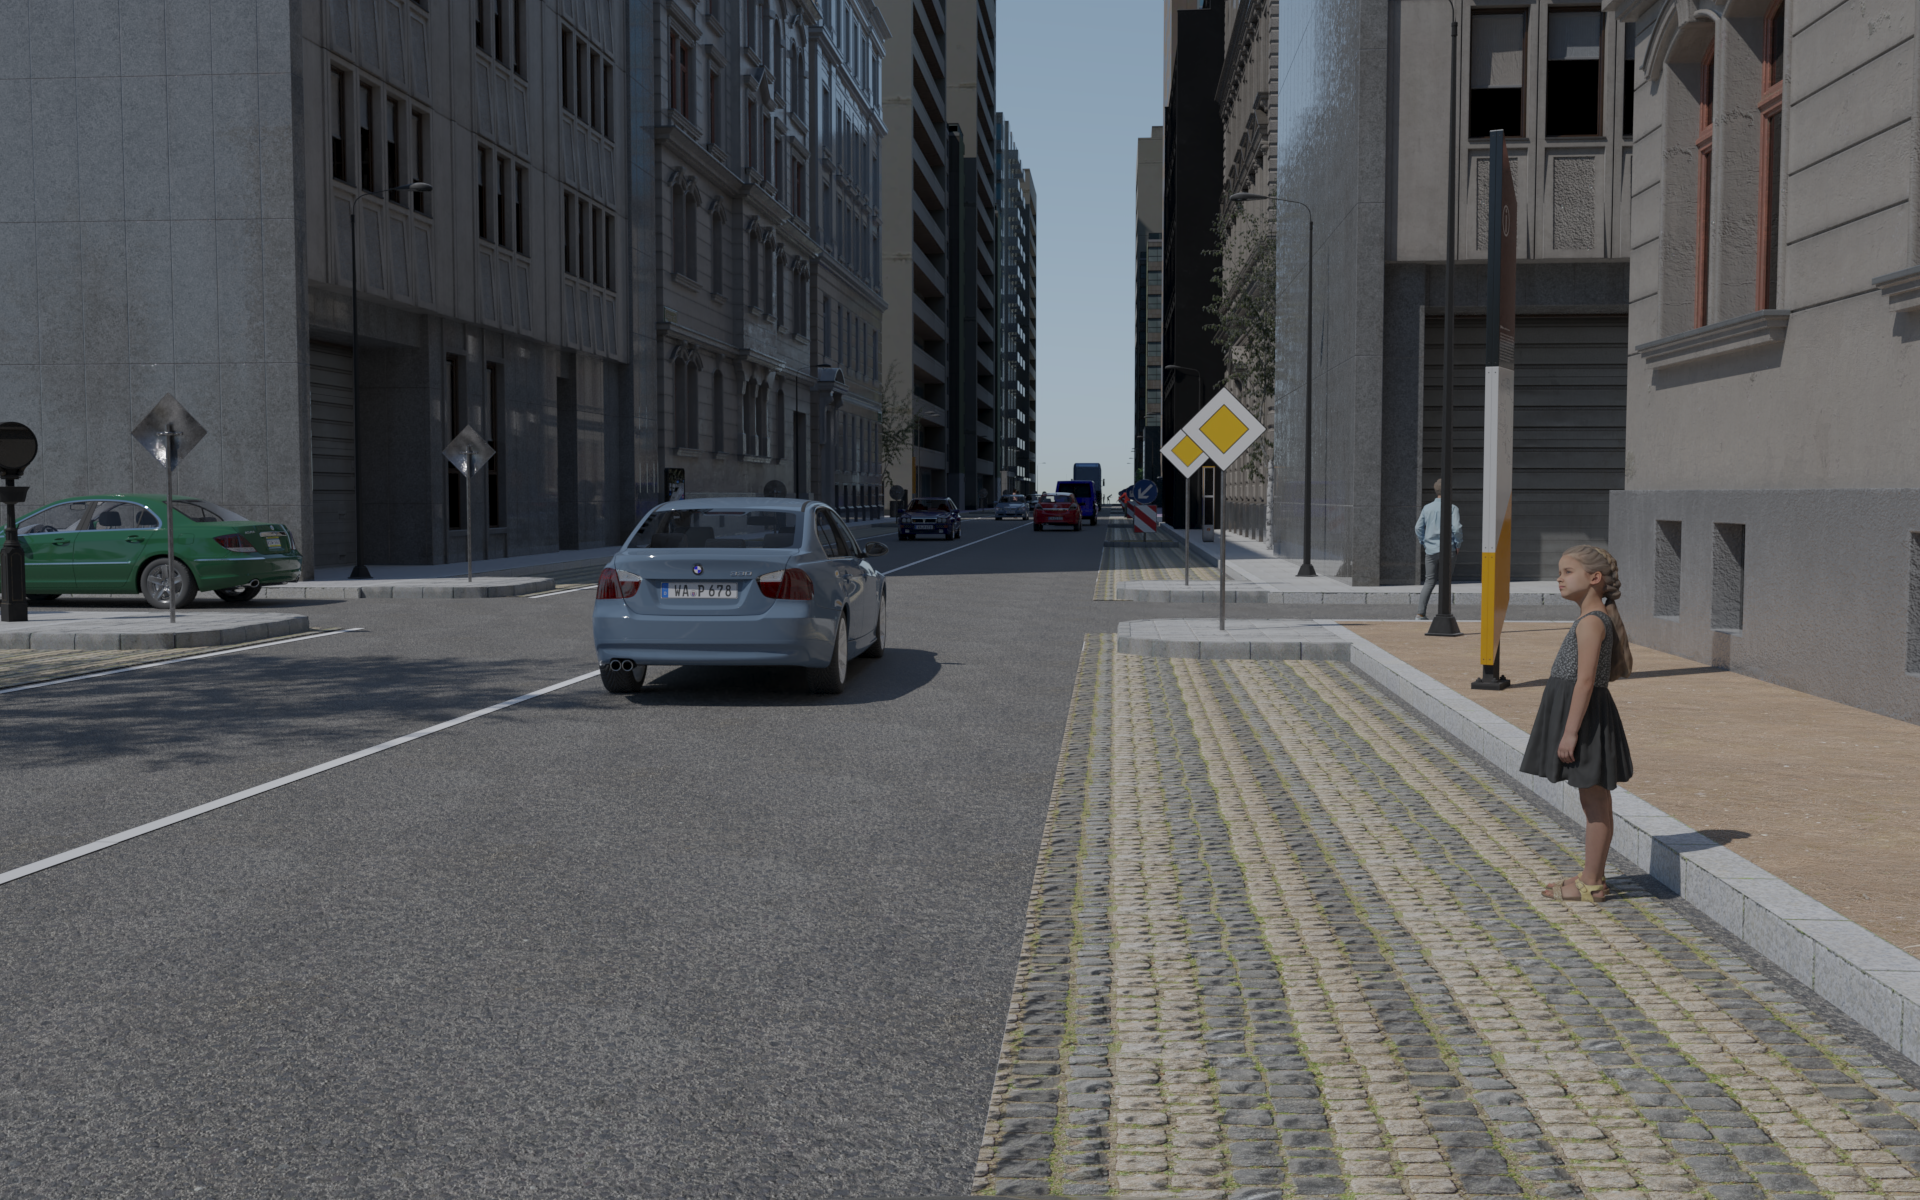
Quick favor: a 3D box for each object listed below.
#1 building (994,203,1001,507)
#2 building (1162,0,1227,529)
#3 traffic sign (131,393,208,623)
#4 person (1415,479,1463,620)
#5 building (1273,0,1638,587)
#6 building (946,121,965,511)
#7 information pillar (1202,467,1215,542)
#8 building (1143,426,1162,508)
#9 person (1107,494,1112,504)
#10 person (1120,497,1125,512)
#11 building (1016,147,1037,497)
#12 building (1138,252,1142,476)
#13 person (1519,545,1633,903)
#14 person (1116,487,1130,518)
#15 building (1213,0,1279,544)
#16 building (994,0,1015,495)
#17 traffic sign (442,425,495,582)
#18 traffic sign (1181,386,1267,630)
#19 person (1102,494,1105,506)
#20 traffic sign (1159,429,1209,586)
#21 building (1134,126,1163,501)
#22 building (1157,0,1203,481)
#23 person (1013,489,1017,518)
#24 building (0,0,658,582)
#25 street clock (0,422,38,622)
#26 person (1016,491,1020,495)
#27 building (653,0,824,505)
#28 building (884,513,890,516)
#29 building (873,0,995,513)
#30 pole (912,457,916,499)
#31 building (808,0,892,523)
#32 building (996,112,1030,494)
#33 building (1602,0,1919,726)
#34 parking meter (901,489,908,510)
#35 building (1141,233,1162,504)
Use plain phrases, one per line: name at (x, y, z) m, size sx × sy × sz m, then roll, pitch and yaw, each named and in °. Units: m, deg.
building at (-3.537, -24.098, 165.695) m, size 14.160 × 30.474 × 14.107 m, roll 0°, pitch 4°, yaw 5°
building at (14.600, -14.673, 69.578) m, size 12.332 × 23.373 × 15.834 m, roll 0°, pitch 4°, yaw 5°
traffic sign at (-7.836, -0.828, 17.184) m, size 0.795 × 2.450 × 0.064 m, roll 0°, pitch 4°, yaw 5°
person at (5.270, -0.530, 18.972) m, size 0.330 × 1.601 × 0.589 m, roll -2°, pitch 4°, yaw -34°
building at (15.862, -12.863, 28.329) m, size 19.932 × 24.808 × 12.078 m, roll 0°, pitch 4°, yaw 5°
building at (-7.224, -21.895, 129.682) m, size 14.160 × 30.474 × 14.107 m, roll 0°, pitch 4°, yaw 5°
information pillar at (6.636, -2.556, 46.279) m, size 0.304 × 2.012 × 0.304 m, roll 0°, pitch 4°, yaw 3°
building at (28.165, -51.542, 155.382) m, size 22.319 × 86.520 × 31.000 m, roll 0°, pitch 4°, yaw 5°
person at (21.850, -14.742, 252.720) m, size 0.799 × 1.438 × 0.628 m, roll -1°, pitch 4°, yaw -11°
person at (12.524, -7.579, 132.373) m, size 0.705 × 1.831 × 1.348 m, roll 0°, pitch 4°, yaw -8°
building at (-0.297, -38.034, 245.559) m, size 21.300 × 48.544 × 21.600 m, roll 0°, pitch 4°, yaw 5°
building at (28.314, -26.603, 206.660) m, size 14.160 × 30.474 × 14.107 m, roll 0°, pitch 4°, yaw 5°
person at (2.171, 0.433, 6.090) m, size 0.373 × 1.253 × 0.362 m, roll 2°, pitch 4°, yaw 25°
person at (10.046, -5.841, 103.936) m, size 1.348 × 1.831 × 0.705 m, roll 0°, pitch 4°, yaw -4°
building at (13.344, -13.632, 51.762) m, size 11.050 × 23.489 × 19.941 m, roll 0°, pitch 4°, yaw 5°
building at (-4.268, -46.196, 193.552) m, size 20.563 × 71.187 × 20.611 m, roll 0°, pitch 4°, yaw 5°
traffic sign at (-7.126, -1.315, 25.138) m, size 0.795 × 2.450 × 0.064 m, roll 0°, pitch 4°, yaw 5°
traffic sign at (2.466, -0.771, 16.248) m, size 0.795 × 2.450 × 0.064 m, roll 0°, pitch 4°, yaw 5°
person at (17.933, -12.536, 216.681) m, size 0.599 × 1.433 × 0.991 m, roll -1°, pitch 4°, yaw -18°
traffic sign at (3.175, -1.257, 24.202) m, size 0.795 × 2.450 × 0.064 m, roll 0°, pitch 4°, yaw 5°
building at (33.398, -36.689, 223.571) m, size 21.300 × 48.544 × 21.600 m, roll 0°, pitch 4°, yaw 5°
building at (22.839, -29.624, 134.466) m, size 14.600 × 45.320 × 14.200 m, roll 0°, pitch 4°, yaw 5°
person at (3.301, -5.658, 101.716) m, size 0.721 × 1.736 × 1.217 m, roll 0°, pitch 4°, yaw 1°
building at (-14.704, -13.269, 34.968) m, size 12.078 × 24.808 × 19.932 m, roll 0°, pitch 4°, yaw 5°
street clock at (-9.532, -0.785, 17.401) m, size 0.358 × 2.002 × 0.471 m, roll 3°, pitch 5°, yaw 39°
person at (5.195, -8.861, 154.063) m, size 1.217 × 1.739 × 0.721 m, roll -2°, pitch 4°, yaw -29°
building at (-12.900, -16.458, 56.482) m, size 14.401 × 28.519 × 23.554 m, roll 0°, pitch 4°, yaw 5°
building at (-12.481, -29.832, 111.460) m, size 21.300 × 48.544 × 21.600 m, roll 0°, pitch 4°, yaw 5°
building at (-8.393, -32.019, 147.211) m, size 21.300 × 48.544 × 21.600 m, roll 0°, pitch 4°, yaw 5°
pole at (-2.533, -6.198, 95.186) m, size 0.158 × 3.312 × 0.155 m, roll 0°, pitch 3°, yaw 0°
building at (-10.955, -17.926, 79.001) m, size 13.634 × 28.700 × 20.117 m, roll 0°, pitch 4°, yaw 5°
building at (-3.295, -36.705, 219.728) m, size 23.786 × 49.044 × 30.456 m, roll 0°, pitch 4°, yaw 5°
building at (11.050, -13.199, 3.189) m, size 14.401 × 28.519 × 23.554 m, roll 0°, pitch 4°, yaw 5°
parking meter at (-2.923, -5.052, 91.011) m, size 0.372 × 1.533 × 0.369 m, roll 0°, pitch 3°, yaw 0°
building at (27.676, -25.717, 192.180) m, size 14.160 × 30.474 × 14.107 m, roll 0°, pitch 4°, yaw 5°
